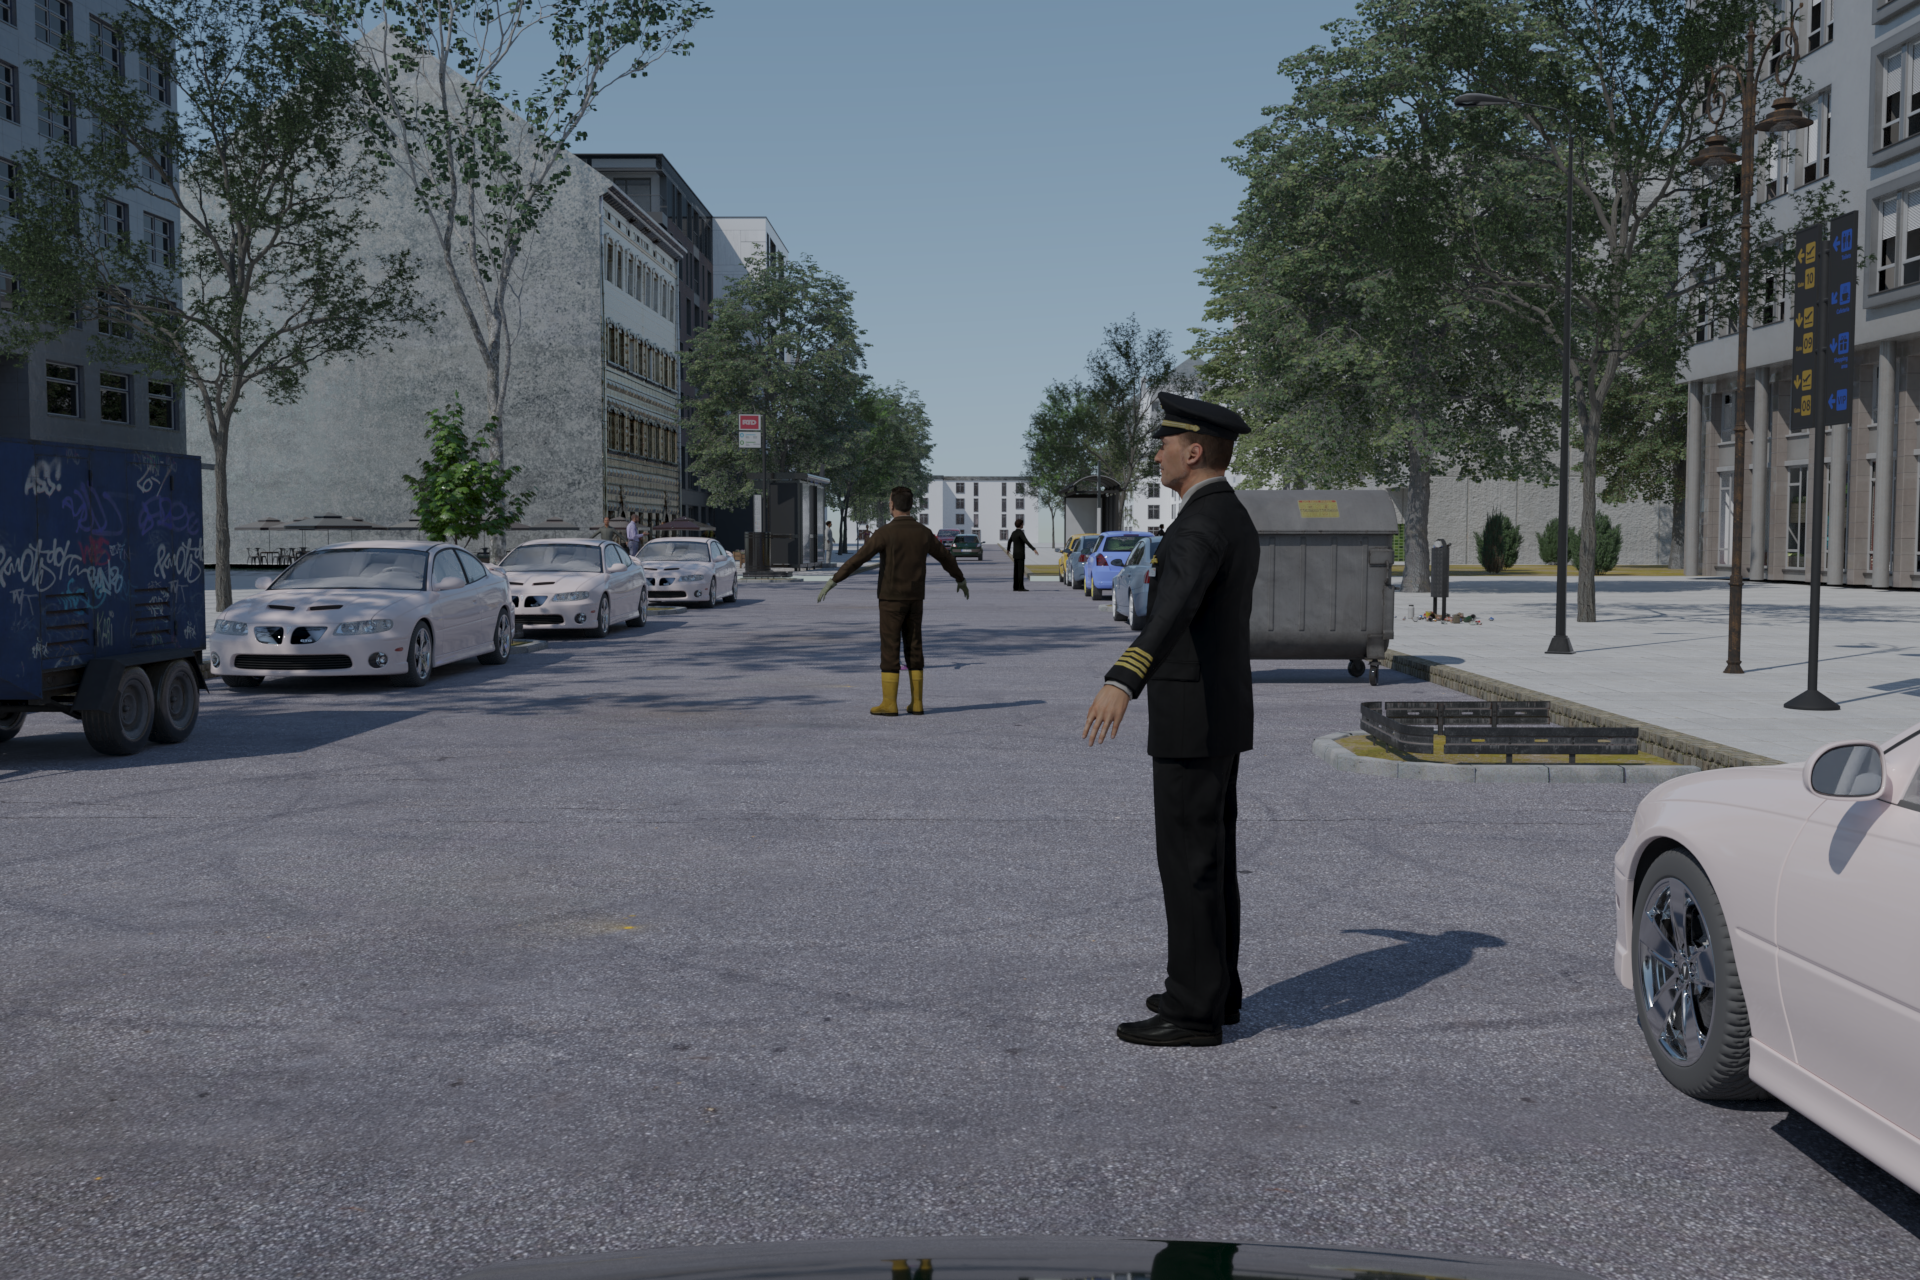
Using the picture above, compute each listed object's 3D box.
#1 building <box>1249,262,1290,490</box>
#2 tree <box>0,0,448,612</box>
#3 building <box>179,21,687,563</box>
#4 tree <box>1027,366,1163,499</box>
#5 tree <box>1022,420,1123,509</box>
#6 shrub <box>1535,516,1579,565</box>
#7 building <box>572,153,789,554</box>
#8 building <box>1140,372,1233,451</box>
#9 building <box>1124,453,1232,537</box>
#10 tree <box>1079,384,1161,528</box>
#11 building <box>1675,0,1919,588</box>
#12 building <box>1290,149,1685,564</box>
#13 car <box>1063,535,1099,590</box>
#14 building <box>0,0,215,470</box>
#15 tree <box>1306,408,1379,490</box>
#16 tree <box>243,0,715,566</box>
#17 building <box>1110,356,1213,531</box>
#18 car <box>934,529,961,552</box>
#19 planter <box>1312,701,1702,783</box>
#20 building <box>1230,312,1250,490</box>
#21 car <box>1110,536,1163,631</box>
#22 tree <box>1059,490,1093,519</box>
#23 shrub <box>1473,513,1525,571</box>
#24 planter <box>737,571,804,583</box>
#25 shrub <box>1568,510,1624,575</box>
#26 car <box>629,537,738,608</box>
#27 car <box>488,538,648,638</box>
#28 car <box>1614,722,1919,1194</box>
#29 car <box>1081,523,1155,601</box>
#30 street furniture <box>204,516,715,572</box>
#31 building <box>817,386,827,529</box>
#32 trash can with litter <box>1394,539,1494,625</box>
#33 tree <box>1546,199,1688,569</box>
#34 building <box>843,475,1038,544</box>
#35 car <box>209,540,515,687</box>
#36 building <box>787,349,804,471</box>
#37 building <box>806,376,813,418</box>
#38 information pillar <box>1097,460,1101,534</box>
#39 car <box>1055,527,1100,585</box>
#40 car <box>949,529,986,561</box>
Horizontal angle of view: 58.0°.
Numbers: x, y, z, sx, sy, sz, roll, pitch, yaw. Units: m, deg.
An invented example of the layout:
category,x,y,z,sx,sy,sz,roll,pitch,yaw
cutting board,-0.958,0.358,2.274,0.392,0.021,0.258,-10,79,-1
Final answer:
category,x,y,z,sx,sy,sz,roll,pitch,yaw
building,25.280,-16.108,119.785,16.016,20.090,11.380,0,4,1
tree,-12.244,-5.720,27.939,8.767,10.594,7.601,1,4,13
building,-24.474,-15.470,83.859,19.493,23.208,18.063,0,4,1
tree,7.769,-9.914,96.507,8.767,10.594,7.601,-2,4,-24
tree,8.414,-11.933,129.522,8.767,10.594,7.601,1,4,16
shrub,24.586,-4.113,71.286,1.661,2.075,1.752,0,3,0
building,-26.394,-16.247,109.619,27.936,21.610,32.646,0,4,0
building,26.490,-21.438,206.937,16.016,20.090,11.380,0,4,0
building,22.318,-14.444,178.304,9.099,9.664,28.070,0,4,1
tree,7.217,-8.109,82.937,4.360,8.622,3.978,0,3,0
building,29.101,-13.508,28.453,19.016,26.051,41.698,0,4,1
building,27.921,-13.565,88.248,16.747,18.905,31.486,0,4,1
car,3.774,-2.080,46.014,2.014,1.417,4.499,0,4,0
building,-29.126,-13.699,42.399,11.959,24.771,22.079,0,4,1
tree,13.713,-7.115,66.696,4.360,8.622,3.978,0,3,0
tree,-12.886,-11.385,42.033,12.611,20.169,13.585,0,3,0
building,28.785,-23.875,221.281,19.493,23.208,18.063,0,4,1
car,-0.746,-6.781,119.547,2.281,1.827,5.304,0,4,1
planter,3.297,0.622,10.963,1.991,0.319,1.994,0,4,1
building,26.598,-17.130,136.500,16.016,20.090,11.380,0,4,1
car,3.396,-0.919,27.024,2.014,1.417,4.499,0,4,0
tree,17.710,-19.245,249.065,7.601,10.594,8.767,0,4,5
shrub,18.794,-3.449,60.426,1.661,2.075,1.752,0,3,0
planter,-5.743,-1.894,52.109,1.991,0.319,1.994,0,4,1
shrub,19.789,-3.049,53.896,1.661,2.075,1.752,0,3,0
car,-5.653,-1.386,35.019,2.083,1.381,4.827,0,4,1
car,-5.806,-0.797,25.401,2.083,1.381,4.827,0,4,1
car,2.753,0.574,2.981,2.083,1.381,4.827,0,3,0
car,3.681,-1.773,38.586,1.945,1.707,3.694,0,4,0
street furniture,-23.391,-3.548,63.034,27.439,1.986,14.083,0,4,4
building,-22.510,-21.841,213.520,16.016,20.090,11.380,0,3,0
trash can with litter,7.040,-0.878,25.415,1.678,1.210,2.233,0,4,1
tree,26.360,-9.590,63.447,9.857,13.997,8.962,0,3,0
building,-2.726,-18.479,246.731,28.070,9.664,9.099,0,4,-4
car,-5.940,-0.328,17.721,2.083,1.381,4.827,0,4,1
building,-21.768,-19.451,174.437,16.016,20.090,11.380,0,4,1
building,-22.149,-20.599,193.212,16.016,20.090,11.380,0,3,0
information pillar,4.424,-3.904,55.191,0.183,3.616,0.504,0,4,2
car,3.783,-2.454,50.348,2.015,1.641,3.980,0,4,0
car,0.379,-5.139,93.807,2.009,1.686,4.222,0,4,1
